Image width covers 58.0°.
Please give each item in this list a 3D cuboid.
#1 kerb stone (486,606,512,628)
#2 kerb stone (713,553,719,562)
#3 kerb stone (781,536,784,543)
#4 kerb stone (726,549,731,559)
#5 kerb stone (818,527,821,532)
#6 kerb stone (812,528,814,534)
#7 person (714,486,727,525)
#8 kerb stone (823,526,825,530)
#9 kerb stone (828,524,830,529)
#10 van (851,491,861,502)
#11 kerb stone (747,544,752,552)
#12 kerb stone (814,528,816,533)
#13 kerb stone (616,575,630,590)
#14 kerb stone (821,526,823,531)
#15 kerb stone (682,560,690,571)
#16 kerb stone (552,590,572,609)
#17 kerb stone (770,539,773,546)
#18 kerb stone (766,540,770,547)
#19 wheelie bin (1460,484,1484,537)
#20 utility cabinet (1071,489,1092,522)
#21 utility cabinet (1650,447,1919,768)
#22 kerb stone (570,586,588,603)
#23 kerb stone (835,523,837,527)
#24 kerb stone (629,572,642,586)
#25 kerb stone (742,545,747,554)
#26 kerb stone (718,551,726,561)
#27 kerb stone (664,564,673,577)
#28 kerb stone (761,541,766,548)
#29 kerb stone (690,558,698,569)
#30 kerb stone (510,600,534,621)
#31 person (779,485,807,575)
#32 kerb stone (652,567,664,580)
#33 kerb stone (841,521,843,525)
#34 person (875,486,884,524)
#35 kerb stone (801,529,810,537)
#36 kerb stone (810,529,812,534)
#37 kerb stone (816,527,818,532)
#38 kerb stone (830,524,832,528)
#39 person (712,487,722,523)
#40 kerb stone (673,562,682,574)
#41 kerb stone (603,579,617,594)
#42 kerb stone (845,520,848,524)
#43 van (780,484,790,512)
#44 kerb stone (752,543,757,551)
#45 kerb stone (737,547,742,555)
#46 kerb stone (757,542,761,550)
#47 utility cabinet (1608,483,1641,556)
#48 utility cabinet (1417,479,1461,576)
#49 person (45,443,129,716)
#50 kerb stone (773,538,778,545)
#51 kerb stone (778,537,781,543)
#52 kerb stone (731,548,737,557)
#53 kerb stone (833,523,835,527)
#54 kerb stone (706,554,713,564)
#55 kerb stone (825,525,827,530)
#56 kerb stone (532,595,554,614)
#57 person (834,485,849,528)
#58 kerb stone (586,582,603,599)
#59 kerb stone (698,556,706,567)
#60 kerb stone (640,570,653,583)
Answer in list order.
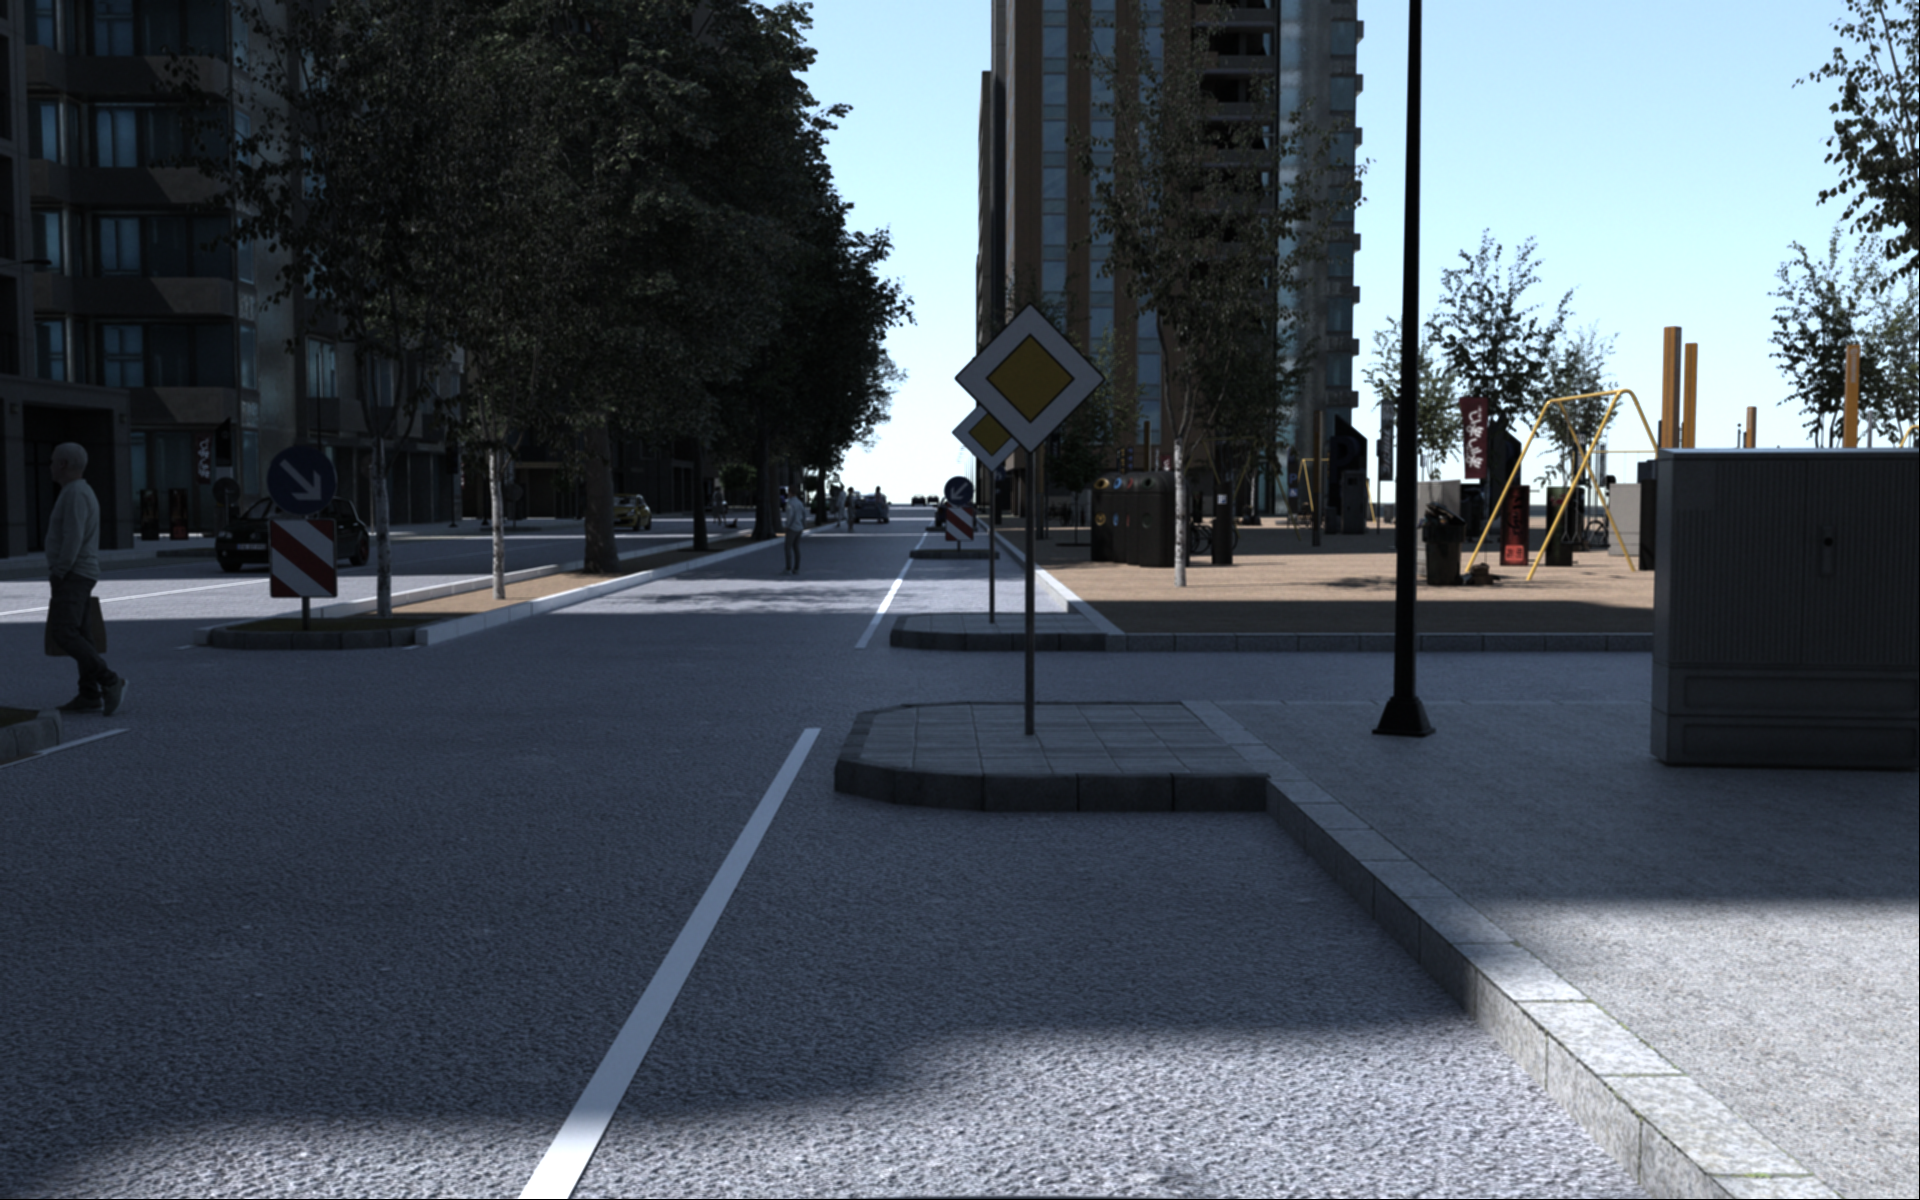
[{"bbox_3d":[-5.117,0.199,18.936,0.120,0.150,1.000,0,4,0],"label":"kerb stone"},{"bbox_3d":[-5.236,-0.860,36.357,0.120,0.150,1.000,0,4,0],"label":"kerb stone"},{"bbox_3d":[-5.331,-1.742,50.706,0.120,0.150,1.000,0,4,0],"label":"kerb stone"},{"bbox_3d":[-5.251,-0.990,38.405,0.120,0.150,1.000,0,4,0],"label":"kerb stone"},{"bbox_3d":[-5.423,-2.621,65.044,0.120,0.150,1.000,0,4,0],"label":"kerb stone"},{"bbox_3d":[-5.404,-2.433,61.967,0.120,0.150,1.000,0,4,0],"label":"kerb stone"},{"bbox_3d":[-10.977,-4.318,79.441,0.599,1.781,0.374,2,4,24],"label":"person"},{"bbox_3d":[-5.443,-2.747,67.112,0.120,0.150,1.000,0,4,0],"label":"kerb stone"},{"bbox_3d":[-5.457,-2.936,70.199,0.120,0.150,1.000,0,4,0],"label":"kerb stone"},{"bbox_3d":[-14.093,-13.822,232.998,2.013,2.044,4.112,0,4,-2],"label":"van"},{"bbox_3d":[-5.274,-1.239,42.505,0.120,0.150,1.000,0,4,0],"label":"kerb stone"},{"bbox_3d":[-5.417,-2.496,62.997,0.120,0.150,1.000,0,4,0],"label":"kerb stone"},{"bbox_3d":[-5.166,-0.240,26.125,0.120,0.150,1.000,0,4,0],"label":"kerb stone"},{"bbox_3d":[-5.433,-2.684,66.074,0.120,0.150,1.000,0,4,0],"label":"kerb stone"},{"bbox_3d":[-5.216,-0.616,32.264,0.120,0.150,1.000,0,4,0],"label":"kerb stone"},{"bbox_3d":[-5.135,0.012,22.027,0.120,0.150,1.000,0,4,0],"label":"kerb stone"},{"bbox_3d":[-5.313,-1.550,47.632,0.120,0.150,1.000,0,4,0],"label":"kerb stone"},{"bbox_3d":[-5.300,-1.493,46.608,0.120,0.150,1.000,0,4,0],"label":"kerb stone"},{"bbox_3d":[15.291,-2.691,51.900,0.980,1.594,0.693,0,3,0],"label":"wheelie bin"},{"bbox_3d":[5.575,-4.324,79.374,0.318,1.500,1.173,-3,4,-36],"label":"utility cabinet"},{"bbox_3d":[3.913,0.033,8.138,1.173,1.500,0.318,0,4,8],"label":"utility cabinet"},{"bbox_3d":[-5.148,-0.049,23.049,0.120,0.150,1.000,0,4,0],"label":"kerb stone"},{"bbox_3d":[-5.491,-3.182,74.306,0.120,0.150,1.000,0,4,0],"label":"kerb stone"},{"bbox_3d":[-5.173,-0.300,27.148,0.120,0.150,1.000,0,4,0],"label":"kerb stone"},{"bbox_3d":[-5.269,-1.174,41.471,0.120,0.150,1.000,0,4,0],"label":"kerb stone"},{"bbox_3d":[-5.241,-0.924,37.383,0.120,0.150,1.000,0,4,0],"label":"kerb stone"},{"bbox_3d":[-5.189,-0.489,30.217,0.120,0.150,1.000,0,4,0],"label":"kerb stone"},{"bbox_3d":[-5.294,-1.430,45.575,0.120,0.150,1.000,0,4,0],"label":"kerb stone"},{"bbox_3d":[-5.213,-0.673,33.286,0.120,0.150,1.000,0,4,0],"label":"kerb stone"},{"bbox_3d":[-5.124,0.136,19.967,0.120,0.150,1.000,0,4,0],"label":"kerb stone"},{"bbox_3d":[-2.981,-1.265,30.998,0.330,1.601,0.589,3,4,38],"label":"person"},{"bbox_3d":[-5.178,-0.427,29.195,0.120,0.150,1.000,0,4,0],"label":"kerb stone"},{"bbox_3d":[-5.510,-3.436,78.411,0.120,0.150,1.000,0,4,0],"label":"kerb stone"},{"bbox_3d":[-3.894,-4.572,83.265,0.388,1.821,0.555,1,4,22],"label":"person"},{"bbox_3d":[-5.391,-2.304,59.917,0.120,0.150,1.000,0,4,0],"label":"kerb stone"},{"bbox_3d":[-5.394,-2.370,60.944,0.120,0.150,1.000,0,4,0],"label":"kerb stone"},{"bbox_3d":[-5.429,-2.558,64.022,0.120,0.150,1.000,0,4,0],"label":"kerb stone"},{"bbox_3d":[-5.470,-2.994,71.224,0.120,0.150,1.000,0,4,0],"label":"kerb stone"},{"bbox_3d":[-11.805,-4.618,84.234,0.478,1.798,0.641,-3,4,-38],"label":"person"},{"bbox_3d":[-5.199,-0.551,31.242,0.120,0.150,1.000,0,4,0],"label":"kerb stone"},{"bbox_3d":[-5.158,-0.173,25.094,0.120,0.150,1.000,0,4,0],"label":"kerb stone"},{"bbox_3d":[-5.561,-3.748,83.542,0.120,0.150,1.000,0,4,0],"label":"kerb stone"},{"bbox_3d":[-15.027,-8.425,142.127,2.240,2.365,5.245,0,4,2],"label":"van"},{"bbox_3d":[-5.284,-1.302,43.527,0.120,0.150,1.000,0,4,0],"label":"kerb stone"},{"bbox_3d":[-5.265,-1.114,40.449,0.120,0.150,1.000,0,4,0],"label":"kerb stone"},{"bbox_3d":[-5.293,-1.367,44.549,0.120,0.150,1.000,0,4,0],"label":"kerb stone"},{"bbox_3d":[13.990,-1.649,35.636,1.173,1.500,0.318,2,4,28],"label":"utility cabinet"},{"bbox_3d":[7.328,-1.099,26.642,0.318,1.500,1.173,0,4,-4],"label":"utility cabinet"},{"bbox_3d":[-5.775,-0.148,11.411,0.515,1.767,0.782,-2,4,-24],"label":"person"},{"bbox_3d":[-5.304,-1.618,48.654,0.120,0.150,1.000,0,4,0],"label":"kerb stone"},{"bbox_3d":[-5.320,-1.676,49.677,0.120,0.150,1.000,0,4,0],"label":"kerb stone"},{"bbox_3d":[-5.259,-1.054,39.427,0.120,0.150,1.000,0,4,0],"label":"kerb stone"},{"bbox_3d":[-5.479,-3.123,73.281,0.120,0.150,1.000,0,4,0],"label":"kerb stone"},{"bbox_3d":[-5.224,-0.803,35.330,0.120,0.150,1.000,0,4,0],"label":"kerb stone"},{"bbox_3d":[-5.447,-2.805,68.151,0.120,0.150,1.000,0,4,0],"label":"kerb stone"},{"bbox_3d":[-5.127,0.074,21.003,0.120,0.150,1.000,0,4,0],"label":"kerb stone"},{"bbox_3d":[-4.986,-4.021,74.116,0.818,1.842,0.514,0,4,7],"label":"person"},{"bbox_3d":[-5.153,-0.115,24.071,0.120,0.150,1.000,0,4,0],"label":"kerb stone"},{"bbox_3d":[-5.218,-0.738,34.308,0.120,0.150,1.000,0,4,0],"label":"kerb stone"},{"bbox_3d":[-5.180,-0.365,28.170,0.120,0.150,1.000,0,4,0],"label":"kerb stone"}]
